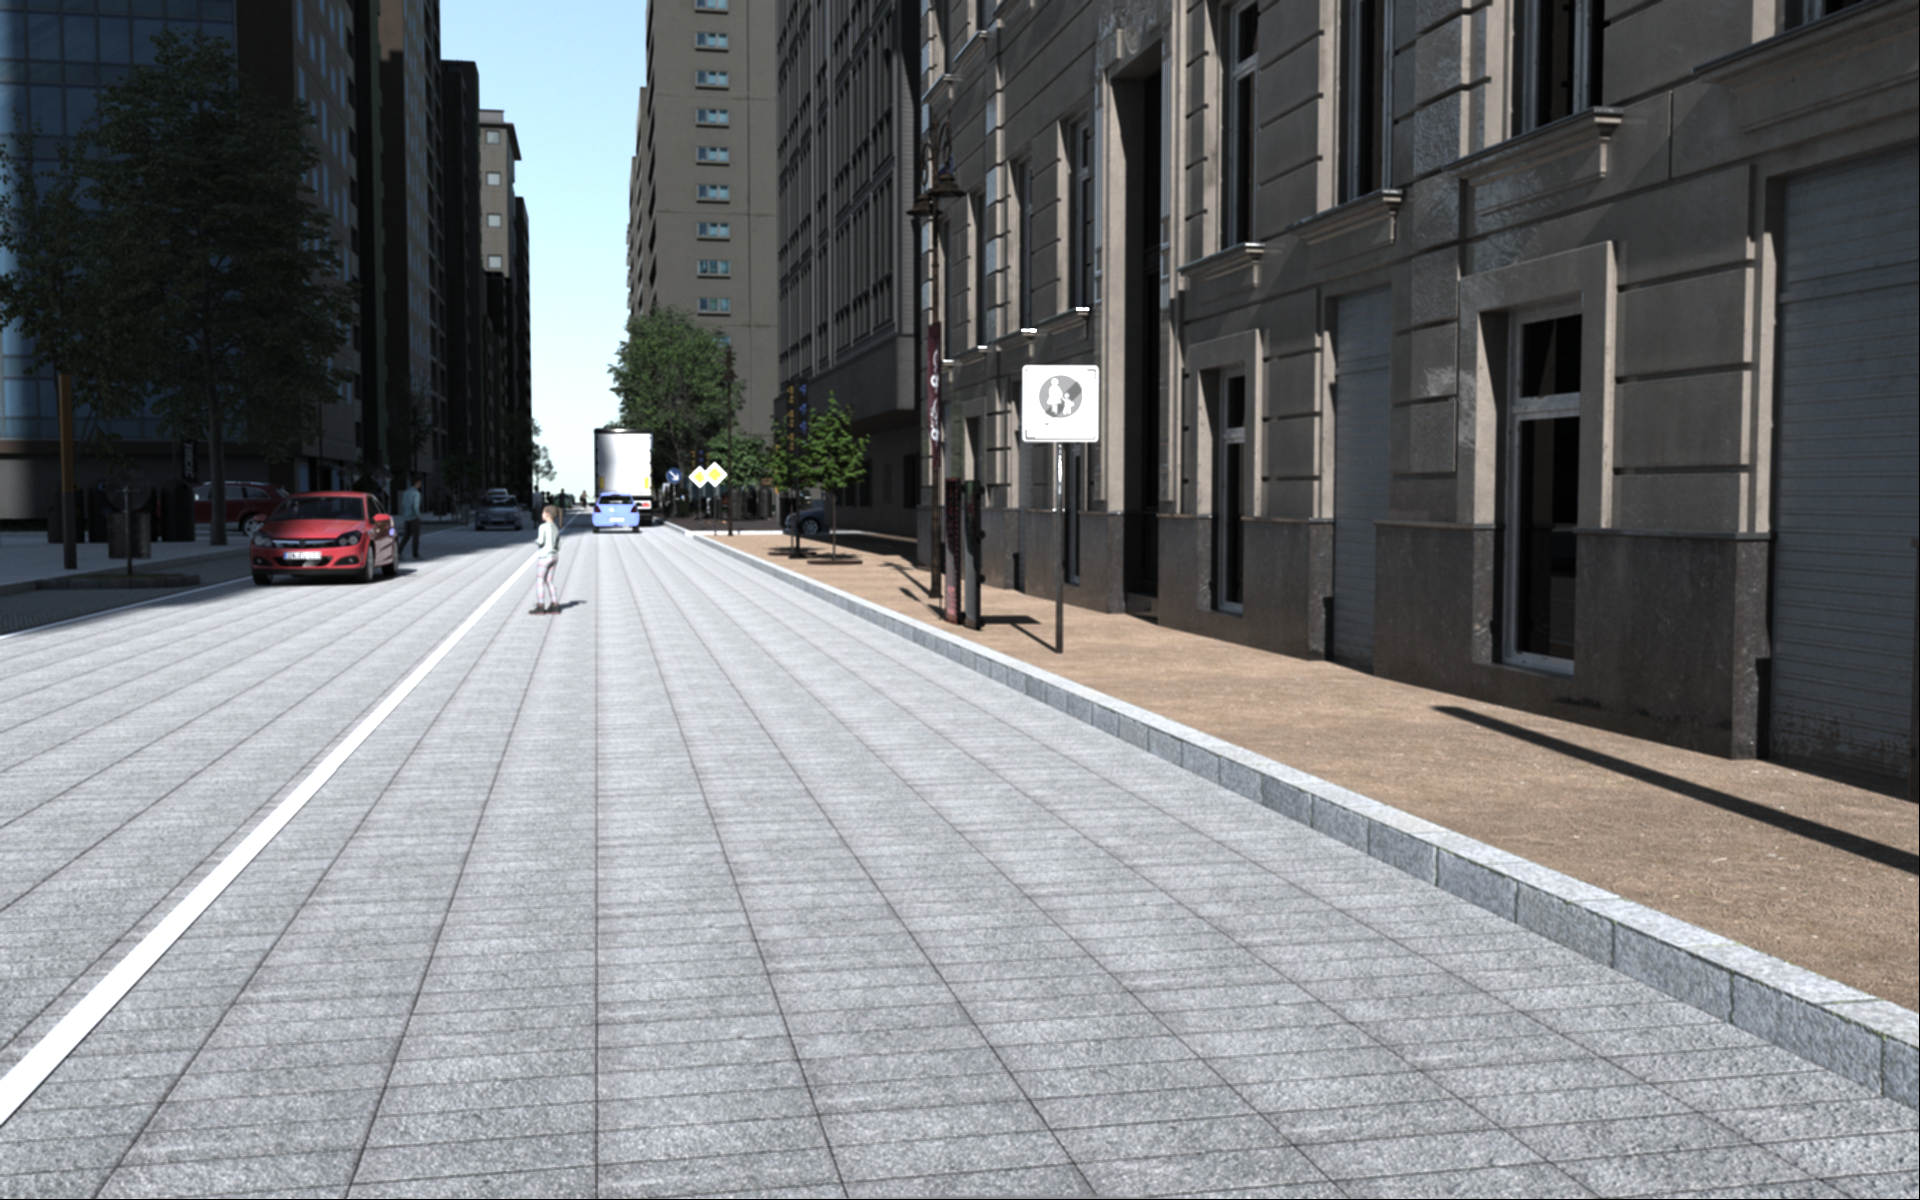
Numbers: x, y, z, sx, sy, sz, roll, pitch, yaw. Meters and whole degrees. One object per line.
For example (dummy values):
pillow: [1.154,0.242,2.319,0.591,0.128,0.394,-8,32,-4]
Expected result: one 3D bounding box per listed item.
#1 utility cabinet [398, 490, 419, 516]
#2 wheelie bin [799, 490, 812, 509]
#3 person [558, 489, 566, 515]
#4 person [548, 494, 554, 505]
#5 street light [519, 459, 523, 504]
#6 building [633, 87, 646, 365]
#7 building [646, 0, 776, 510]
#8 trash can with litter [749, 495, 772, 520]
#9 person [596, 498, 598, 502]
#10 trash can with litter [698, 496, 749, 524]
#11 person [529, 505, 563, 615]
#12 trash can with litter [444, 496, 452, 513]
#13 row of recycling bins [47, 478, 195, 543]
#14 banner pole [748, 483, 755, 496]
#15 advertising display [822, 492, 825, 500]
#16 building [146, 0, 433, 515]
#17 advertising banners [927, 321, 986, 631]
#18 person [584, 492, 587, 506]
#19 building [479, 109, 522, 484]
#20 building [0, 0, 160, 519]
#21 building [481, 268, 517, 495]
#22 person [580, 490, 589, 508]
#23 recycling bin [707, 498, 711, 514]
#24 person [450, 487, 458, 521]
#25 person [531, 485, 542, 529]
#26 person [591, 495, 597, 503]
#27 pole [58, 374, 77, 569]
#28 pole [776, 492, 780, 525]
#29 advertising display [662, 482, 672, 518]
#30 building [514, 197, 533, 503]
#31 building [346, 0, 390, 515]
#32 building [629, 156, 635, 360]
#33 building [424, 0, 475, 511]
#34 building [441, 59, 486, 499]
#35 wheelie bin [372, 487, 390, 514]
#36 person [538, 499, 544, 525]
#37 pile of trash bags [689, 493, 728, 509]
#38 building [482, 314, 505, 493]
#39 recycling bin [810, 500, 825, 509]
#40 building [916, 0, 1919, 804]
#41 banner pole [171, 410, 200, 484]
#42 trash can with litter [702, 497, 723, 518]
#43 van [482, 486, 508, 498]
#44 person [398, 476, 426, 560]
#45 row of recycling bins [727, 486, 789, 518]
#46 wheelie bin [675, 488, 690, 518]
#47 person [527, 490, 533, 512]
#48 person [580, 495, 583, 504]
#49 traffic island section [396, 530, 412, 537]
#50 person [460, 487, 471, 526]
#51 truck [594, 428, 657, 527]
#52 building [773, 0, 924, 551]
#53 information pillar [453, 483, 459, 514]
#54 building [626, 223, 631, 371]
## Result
utility cabinet: [-32.549,-5.721,102.210,1.173,1.500,0.318,-1,4,-22]
wheelie bin: [-10.979,-7.010,122.525,0.980,1.594,0.693,-3,5,-40]
person: [-26.734,-6.583,116.320,0.511,1.800,0.466,0,4,-3]
person: [-41.171,-9.956,174.505,0.697,1.427,0.421,3,5,41]
street light: [-54.590,-14.838,215.386,0.468,5.910,1.993,-1,4,-12]
building: [-26.115,-35.238,199.845,21.300,48.544,21.600,-1,4,-12]
building: [-16.083,-32.253,151.037,21.300,48.544,21.600,-1,4,-12]
trash can with litter: [-10.428,-4.681,87.592,1.678,1.210,2.233,-3,5,-43]
person: [-26.359,-7.223,126.689,0.616,1.811,0.778,-3,4,-37]
trash can with litter: [-10.689,-3.972,75.999,1.678,1.210,2.233,-3,4,-38]
person: [-4.951,-0.482,20.663,0.394,1.301,0.425,0,4,5]
trash can with litter: [-34.902,-6.537,118.260,0.624,1.170,1.055,0,4,-7]
row of recycling bins: [-22.335,-2.387,46.142,3.534,1.692,1.069,-2,4,-32]
banner pole: [-11.038,-6.202,91.428,0.401,3.779,0.863,2,4,28]
advertising display: [-7.519,-5.775,99.633,0.974,1.923,0.123,-3,4,-38]
building: [-41.620,-28.115,109.793,14.600,45.320,14.200,-1,4,-12]
advertising banners: [-0.064,-1.278,17.087,0.090,3.025,2.074,-1,4,-14]
person: [-44.045,-11.870,203.504,0.436,1.711,0.756,-1,4,-18]
building: [-75.394,-39.737,238.946,28.713,52.752,27.495,-1,4,-12]
building: [-31.874,-25.476,66.646,14.600,45.320,14.200,-1,4,-12]
building: [-64.220,-27.465,220.748,14.160,30.474,14.107,-1,4,-12]
person: [-38.409,-10.317,177.200,1.348,1.823,0.705,2,4,26]
recycling bin: [-15.621,-5.965,110.084,0.722,1.027,0.722,1,4,20]
person: [-24.812,-4.665,85.105,0.374,1.781,0.599,-3,4,-36]
person: [-17.316,-3.809,71.000,0.478,1.798,0.641,-2,4,-29]
person: [-33.297,-9.194,158.803,0.705,1.826,1.348,2,4,25]
pole: [-15.225,-2.184,29.545,0.158,3.312,0.155,0,3,0]
pole: [-7.593,-4.783,72.051,0.158,3.312,0.155,0,3,0]
advertising display: [-15.586,-5.320,92.198,0.123,1.923,0.974,-2,4,-35]
building: [-76.927,-39.195,264.533,21.300,48.544,21.600,-1,4,-12]
building: [-37.561,-19.376,88.503,14.160,30.474,14.107,-1,4,-12]
building: [-34.218,-37.580,238.140,21.300,48.544,21.600,-1,4,-12]
building: [-50.393,-42.867,139.125,20.563,71.187,20.611,-1,4,-12]
building: [-51.148,-28.989,157.572,14.154,41.232,14.086,-1,4,-12]
wheelie bin: [-26.667,-4.390,79.689,0.693,1.594,0.980,-3,4,-37]
person: [-19.171,-4.154,79.011,0.503,1.515,0.523,-3,4,-39]
pile of trash bags: [-18.677,-7.350,129.928,1.912,1.369,3.447,3,5,39]
building: [-61.895,-20.370,178.093,27.650,21.520,28.899,-1,4,-12]
recycling bin: [-6.496,-4.117,79.866,0.722,1.027,0.722,-1,4,-15]
building: [7.271,-13.502,18.029,12.463,27.353,25.104,-1,4,-12]
banner pole: [-22.635,-3.699,50.490,0.863,3.779,0.401,-2,4,-29]
trash can with litter: [-13.088,-4.892,91.370,0.624,1.170,1.055,3,4,37]
van: [-32.908,-7.095,123.009,2.013,2.044,4.112,-1,4,-12]
person: [-11.964,-1.781,37.632,0.660,1.820,0.620,3,4,36]
row of recycling bins: [-11.011,-5.342,94.456,3.534,1.692,1.069,1,4,12]
wheelie bin: [-15.011,-5.249,93.727,0.693,1.594,0.980,-2,4,-34]
person: [-34.699,-8.020,140.344,1.217,1.735,0.721,3,5,40]
person: [-43.514,-11.466,199.209,0.421,1.427,0.697,0,4,3]
traffic island section: [-19.776,-2.269,59.382,2.009,0.180,2.903,-1,4,-12]
person: [-22.371,-4.235,78.293,0.362,1.759,0.519,3,5,43]
truck: [-15.306,-5.532,79.362,2.839,4.237,11.283,-1,4,-10]
building: [3.607,-15.216,42.294,14.314,27.812,24.014,-1,4,-12]
information pillar: [-32.131,-6.477,110.385,0.304,2.012,0.304,-2,4,-26]
building: [-42.101,-40.290,278.349,23.786,49.044,30.456,-1,4,-12]
